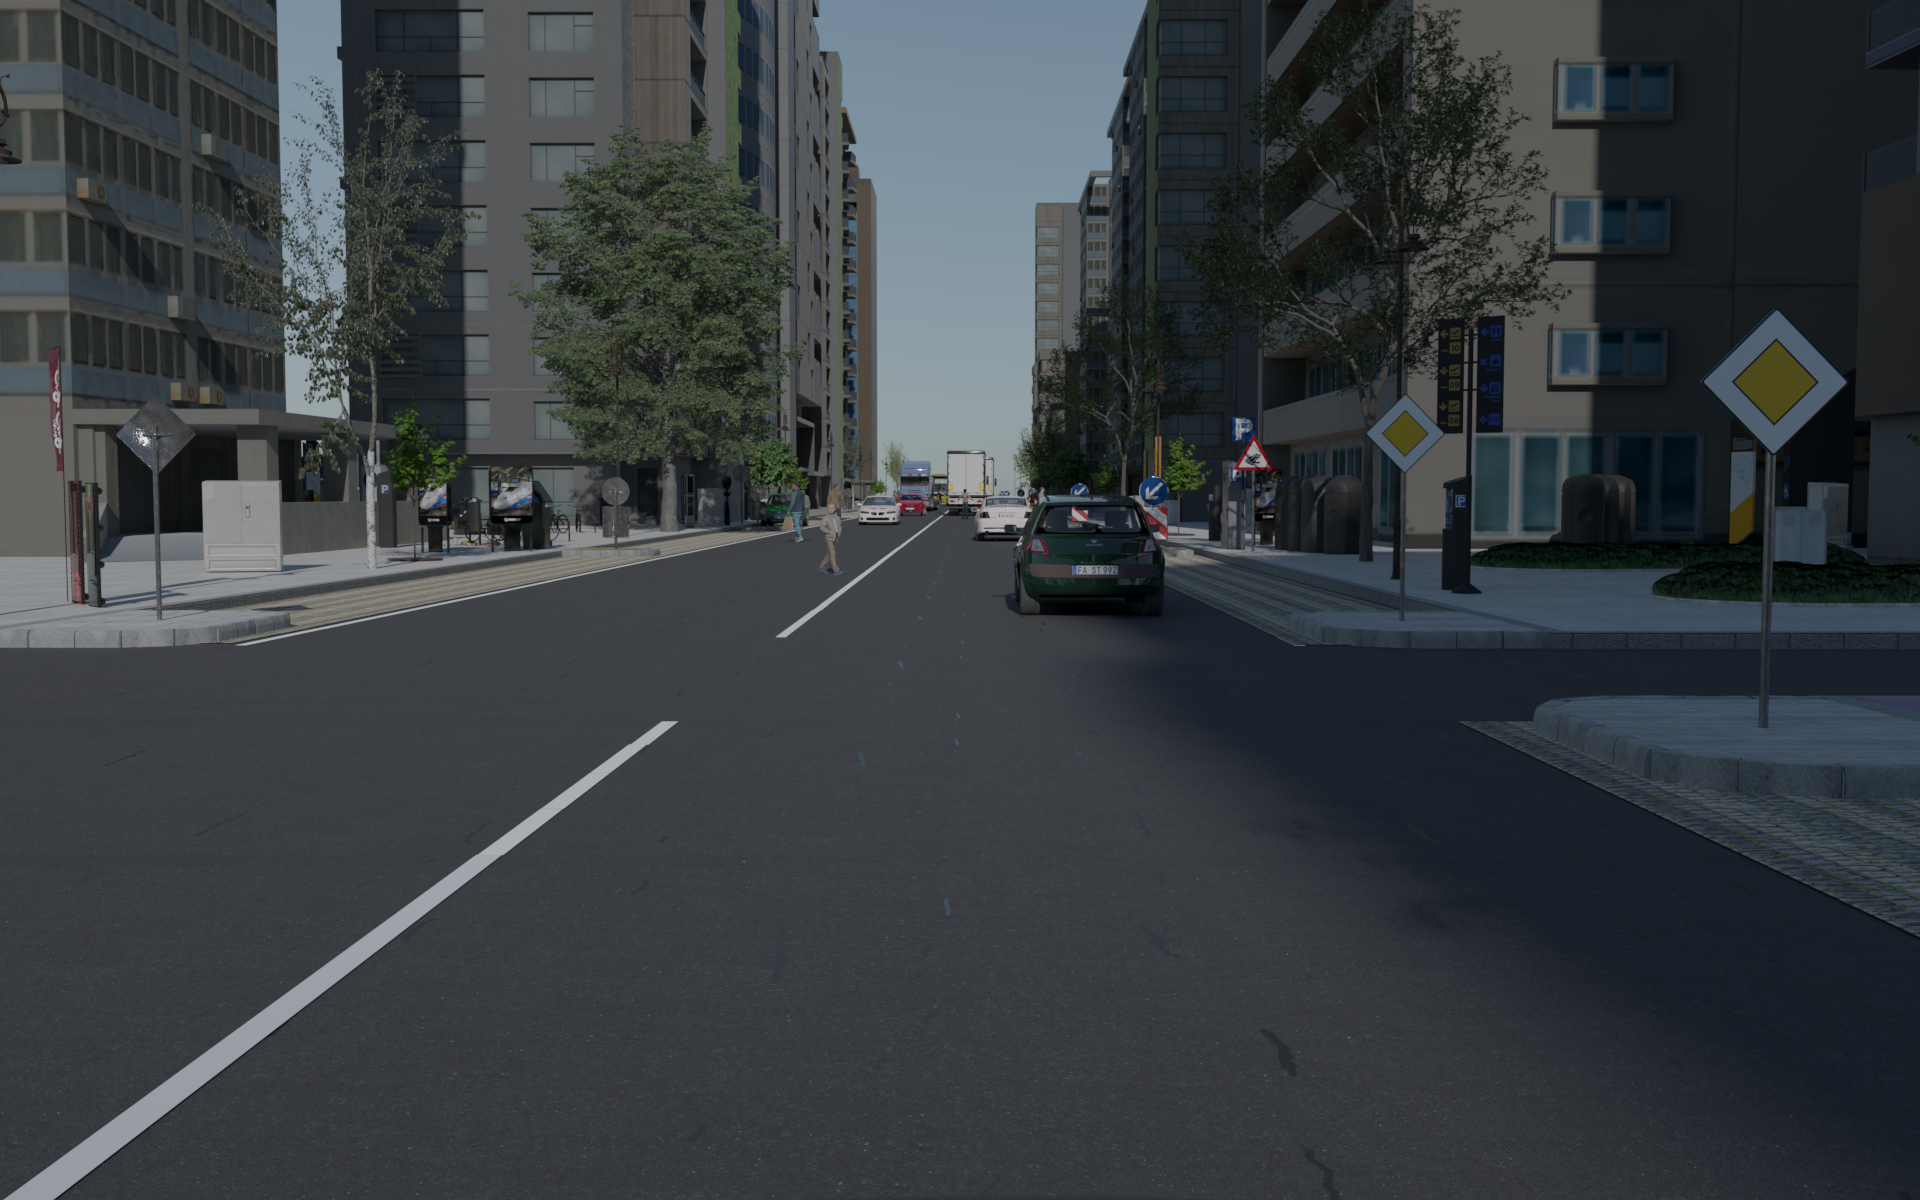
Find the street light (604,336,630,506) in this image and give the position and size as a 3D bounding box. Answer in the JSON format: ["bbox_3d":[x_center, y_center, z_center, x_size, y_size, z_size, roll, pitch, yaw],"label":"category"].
[{"bbox_3d":[-10.016,-4.765,50.700,0.468,5.910,1.993,0,4,0],"label":"street light"}]

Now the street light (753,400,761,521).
[{"bbox_3d":[-9.750,-6.754,83.215,0.468,5.910,1.993,0,4,0],"label":"street light"}]

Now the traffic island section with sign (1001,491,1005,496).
[{"bbox_3d":[5.488,-13.358,227.031,1.989,1.847,2.006,0,4,0],"label":"traffic island section with sign"}]

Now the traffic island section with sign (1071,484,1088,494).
[{"bbox_3d":[4.479,-3.576,67.090,1.989,1.847,2.006,0,4,0],"label":"traffic island section with sign"}]

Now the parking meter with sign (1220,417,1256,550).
[{"bbox_3d":[6.383,-2.686,40.182,0.543,3.016,1.738,0,4,-3],"label":"parking meter with sign"}]

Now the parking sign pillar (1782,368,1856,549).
[{"bbox_3d":[18.434,-2.980,37.194,1.447,3.967,1.447,0,4,7],"label":"parking sign pillar"}]

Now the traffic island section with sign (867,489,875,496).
[{"bbox_3d":[-7.356,-8.317,144.615,1.989,1.847,2.006,0,4,0],"label":"traffic island section with sign"}]

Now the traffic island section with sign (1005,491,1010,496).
[{"bbox_3d":[4.953,-8.312,144.528,1.989,1.847,2.006,0,4,0],"label":"traffic island section with sign"}]

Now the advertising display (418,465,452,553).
[{"bbox_3d":[-11.546,-2.010,38.074,0.974,1.923,0.123,2,4,33],"label":"advertising display"}]

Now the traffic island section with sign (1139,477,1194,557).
[{"bbox_3d":[4.305,-1.927,40.135,1.989,1.847,2.006,0,4,0],"label":"traffic island section with sign"}]

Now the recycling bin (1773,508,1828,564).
[{"bbox_3d":[13.128,-0.890,27.104,0.722,1.027,0.722,1,4,20],"label":"recycling bin"}]

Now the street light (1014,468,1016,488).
[{"bbox_3d":[7.985,-17.070,251.883,0.468,5.910,1.993,0,4,0],"label":"street light"}]

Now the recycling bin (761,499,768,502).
[{"bbox_3d":[-9.424,-4.475,85.717,0.722,1.027,0.722,1,4,10],"label":"recycling bin"}]

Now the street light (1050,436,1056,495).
[{"bbox_3d":[7.239,-9.915,134.895,0.468,5.910,1.993,0,4,0],"label":"street light"}]

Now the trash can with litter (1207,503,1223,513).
[{"bbox_3d":[9.571,-3.173,63.271,1.055,1.170,0.624,0,4,-1],"label":"trash can with litter"}]

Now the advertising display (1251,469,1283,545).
[{"bbox_3d":[7.726,-2.348,43.600,0.974,1.923,0.123,-2,4,-34],"label":"advertising display"}]

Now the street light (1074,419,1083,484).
[{"bbox_3d":[6.998,-7.913,102.160,0.468,5.910,1.993,0,4,0],"label":"street light"}]

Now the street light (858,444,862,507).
[{"bbox_3d":[-9.227,-11.492,160.680,0.468,5.910,1.993,0,4,0],"label":"street light"}]

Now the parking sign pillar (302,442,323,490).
[{"bbox_3d":[-33.211,-6.159,89.179,1.447,3.967,1.447,0,4,2],"label":"parking sign pillar"}]

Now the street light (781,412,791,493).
[{"bbox_3d":[-9.636,-7.512,95.610,0.468,5.910,1.993,0,4,0],"label":"street light"}]

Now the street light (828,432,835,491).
[{"bbox_3d":[-9.507,-9.503,128.164,0.468,5.910,1.993,0,4,0],"label":"street light"}]

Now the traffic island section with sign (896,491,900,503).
[{"bbox_3d":[-7.007,-11.717,200.204,1.989,1.847,2.006,0,4,0],"label":"traffic island section with sign"}]

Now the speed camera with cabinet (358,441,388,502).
[{"bbox_3d":[-19.121,-3.699,54.821,2.038,3.252,0.660,1,4,12],"label":"speed camera with cabinet"}]

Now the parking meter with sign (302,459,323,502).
[{"bbox_3d":[-31.407,-5.440,85.197,1.738,3.016,0.543,-1,4,-20],"label":"parking meter with sign"}]

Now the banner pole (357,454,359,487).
[{"bbox_3d":[-26.371,-5.253,75.905,0.401,3.779,0.863,-3,5,-42],"label":"banner pole"}]

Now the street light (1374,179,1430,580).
[{"bbox_3d":[6.557,-3.246,25.855,0.468,5.910,1.993,0,4,0],"label":"street light"}]

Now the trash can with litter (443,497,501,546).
[{"bbox_3d":[-11.959,-1.955,43.027,1.678,1.210,2.233,-3,5,-45],"label":"trash can with litter"}]

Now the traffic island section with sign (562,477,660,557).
[{"bbox_3d":[-8.017,-1.924,40.088,1.989,1.847,2.006,0,4,0],"label":"traffic island section with sign"}]

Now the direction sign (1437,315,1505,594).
[{"bbox_3d":[6.550,-1.853,22.291,0.876,3.537,0.379,3,5,39],"label":"direction sign"}]

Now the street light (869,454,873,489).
[{"bbox_3d":[-9.140,-12.516,177.421,0.468,5.910,1.993,0,4,0],"label":"street light"}]

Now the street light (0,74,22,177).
[{"bbox_3d":[-10.189,-2.748,17.723,0.468,5.910,1.993,0,4,0],"label":"street light"}]

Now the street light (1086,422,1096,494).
[{"bbox_3d":[6.954,-7.284,91.886,0.468,5.910,1.993,0,4,0],"label":"street light"}]

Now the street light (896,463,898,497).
[{"bbox_3d":[-8.758,-16.493,242.454,0.468,5.910,1.993,0,4,0],"label":"street light"}]

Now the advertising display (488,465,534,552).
[{"bbox_3d":[-10.023,-2.048,38.705,0.974,1.923,0.123,-2,4,-26],"label":"advertising display"}]

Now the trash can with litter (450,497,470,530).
[{"bbox_3d":[-18.046,-3.097,62.025,1.055,1.170,0.624,1,4,19],"label":"trash can with litter"}]

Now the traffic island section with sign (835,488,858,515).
[{"bbox_3d":[-7.530,-6.640,117.199,1.989,1.847,2.006,0,4,0],"label":"traffic island section with sign"}]

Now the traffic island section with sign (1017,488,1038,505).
[{"bbox_3d":[4.786,-6.630,117.025,1.989,1.847,2.006,0,4,0],"label":"traffic island section with sign"}]

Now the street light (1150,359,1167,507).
[{"bbox_3d":[6.776,-5.286,59.215,0.468,5.910,1.993,0,4,0],"label":"street light"}]

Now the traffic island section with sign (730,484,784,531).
[{"bbox_3d":[-7.851,-3.598,67.461,1.989,1.847,2.006,0,4,0],"label":"traffic island section with sign"}]

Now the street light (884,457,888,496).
[{"bbox_3d":[-8.951,-14.505,209.938,0.468,5.910,1.993,0,4,0],"label":"street light"}]

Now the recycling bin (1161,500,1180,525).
[{"bbox_3d":[8.590,-3.604,71.484,0.722,1.027,0.722,3,5,43],"label":"recycling bin"}]

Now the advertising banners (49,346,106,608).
[{"bbox_3d":[-10.300,-1.466,20.158,0.090,3.025,2.074,-3,5,-40],"label":"advertising banners"}]
